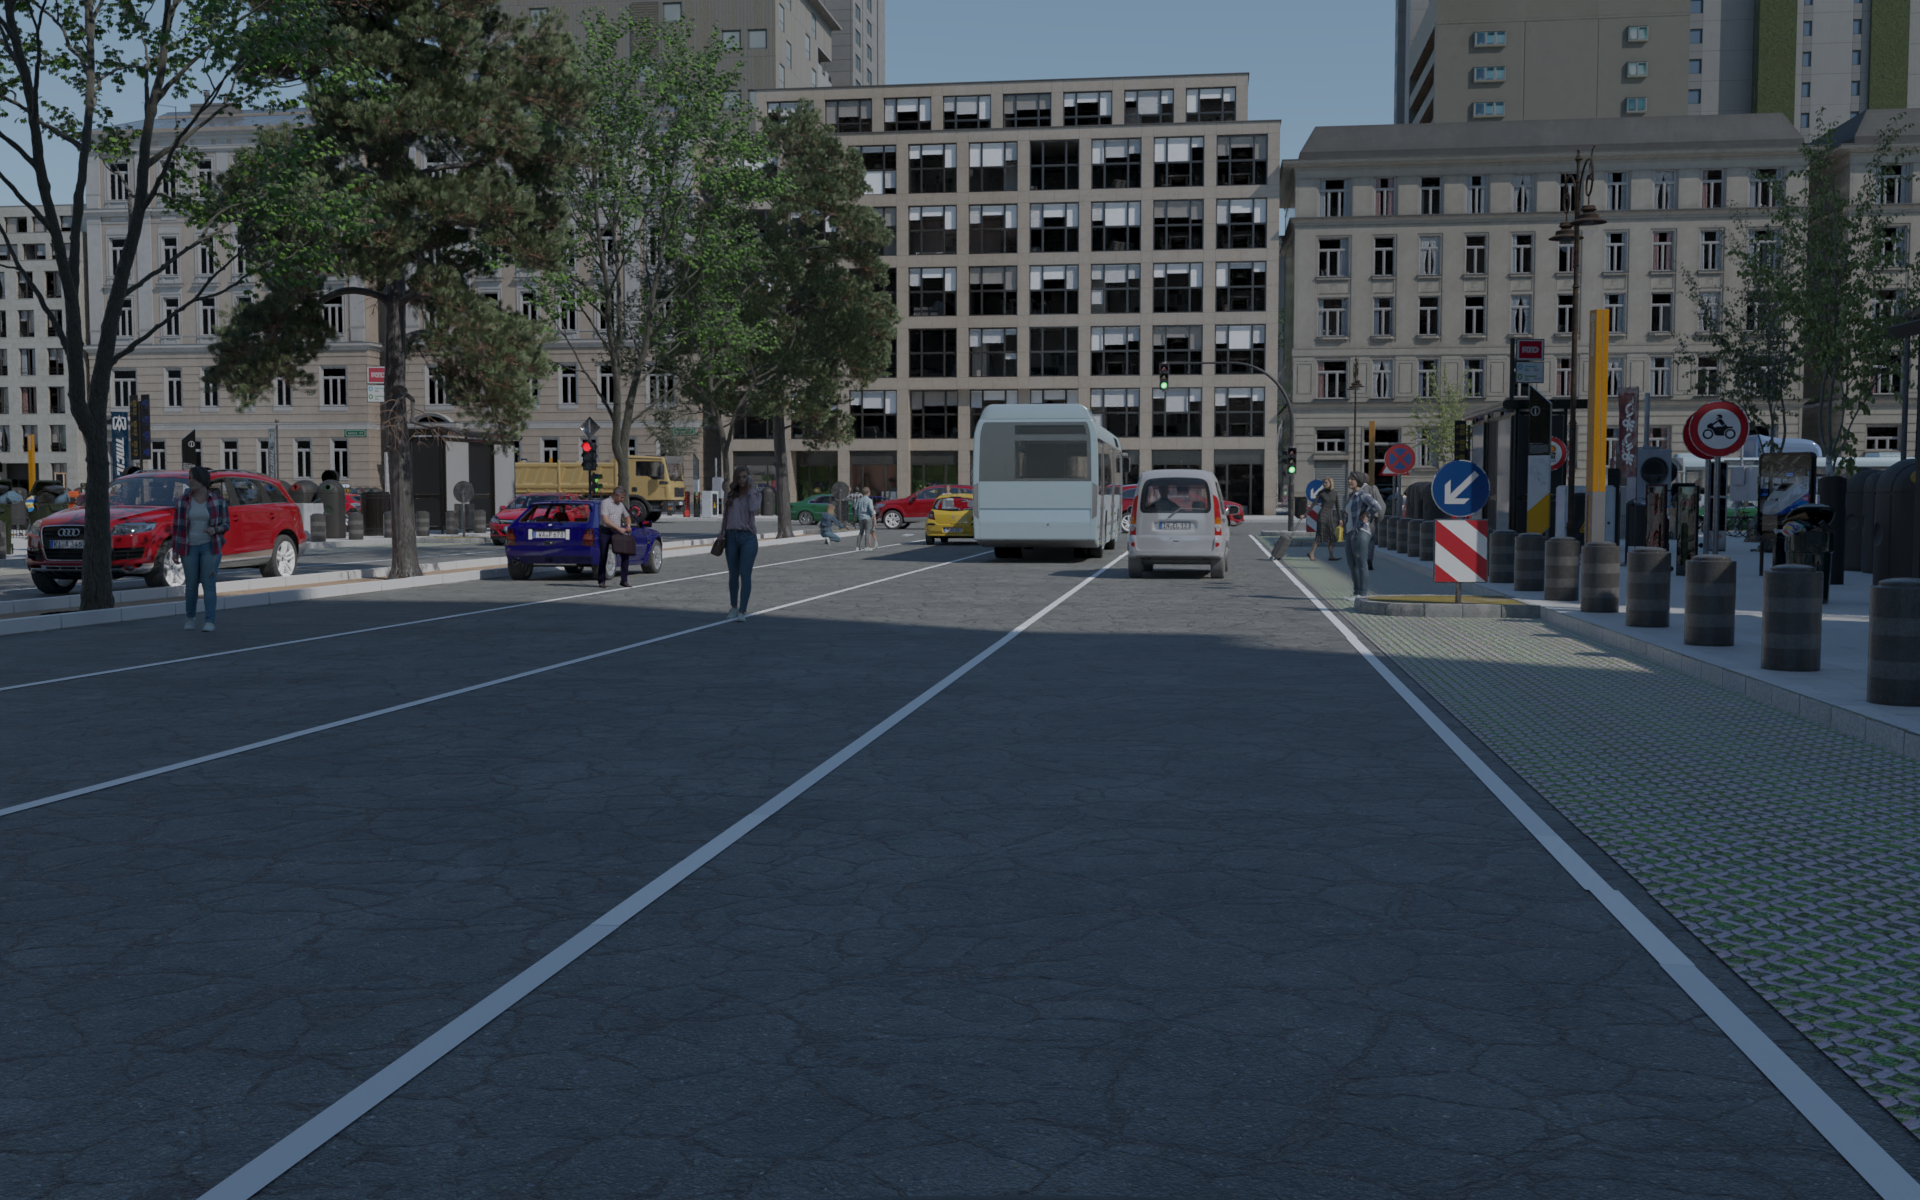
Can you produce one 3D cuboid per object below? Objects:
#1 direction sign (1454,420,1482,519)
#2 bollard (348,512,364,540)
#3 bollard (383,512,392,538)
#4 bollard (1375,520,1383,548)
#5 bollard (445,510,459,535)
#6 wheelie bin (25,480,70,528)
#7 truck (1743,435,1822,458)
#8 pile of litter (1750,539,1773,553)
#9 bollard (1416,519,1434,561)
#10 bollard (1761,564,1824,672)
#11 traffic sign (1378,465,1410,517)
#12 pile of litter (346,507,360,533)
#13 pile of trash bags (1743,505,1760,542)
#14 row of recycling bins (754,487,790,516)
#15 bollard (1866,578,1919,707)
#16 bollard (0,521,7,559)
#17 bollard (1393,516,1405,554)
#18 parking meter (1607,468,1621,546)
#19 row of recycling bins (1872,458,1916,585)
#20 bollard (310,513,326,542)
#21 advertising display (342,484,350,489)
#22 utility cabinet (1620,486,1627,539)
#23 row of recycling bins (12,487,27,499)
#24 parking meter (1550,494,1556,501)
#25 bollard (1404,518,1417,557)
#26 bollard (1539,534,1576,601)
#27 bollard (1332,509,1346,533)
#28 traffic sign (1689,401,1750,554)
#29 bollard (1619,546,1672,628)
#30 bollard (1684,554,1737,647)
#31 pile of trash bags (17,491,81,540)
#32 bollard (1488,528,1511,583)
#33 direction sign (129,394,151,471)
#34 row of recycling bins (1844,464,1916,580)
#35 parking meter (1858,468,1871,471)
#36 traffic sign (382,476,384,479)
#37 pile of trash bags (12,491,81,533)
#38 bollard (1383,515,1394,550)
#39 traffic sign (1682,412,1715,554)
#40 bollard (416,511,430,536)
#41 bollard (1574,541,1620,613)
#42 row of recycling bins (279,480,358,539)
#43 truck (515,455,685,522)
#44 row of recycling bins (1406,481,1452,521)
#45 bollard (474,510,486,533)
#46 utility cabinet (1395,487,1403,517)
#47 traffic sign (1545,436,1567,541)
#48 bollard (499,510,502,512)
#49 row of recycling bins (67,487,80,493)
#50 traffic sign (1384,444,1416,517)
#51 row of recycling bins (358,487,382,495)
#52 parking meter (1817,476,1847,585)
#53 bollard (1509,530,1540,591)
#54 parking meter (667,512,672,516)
[{"bbox_3d":[15.634,-3.747,53.261,0.876,3.537,0.379,0,4,4],"label":"direction sign"},{"bbox_3d":[-16.954,-2.072,48.601,0.404,0.777,0.398,0,3,0],"label":"bollard"},{"bbox_3d":[-16.656,-2.198,50.661,0.404,0.777,0.398,0,3,0],"label":"bollard"},{"bbox_3d":[10.244,-1.642,41.566,0.404,0.777,0.398,0,3,0],"label":"bollard"},{"bbox_3d":[-16.067,-2.451,54.789,0.404,0.777,0.398,0,3,0],"label":"bollard"},{"bbox_3d":[-20.626,-1.917,39.256,0.693,1.594,0.980,2,4,23],"label":"wheelie bin"},{"bbox_3d":[30.370,-5.513,79.902,18.799,4.110,2.967,0,4,7],"label":"truck"},{"bbox_3d":[18.089,-1.482,38.193,1.176,0.858,1.719,1,4,22],"label":"pile of litter"},{"bbox_3d":[9.054,-1.138,33.320,0.404,0.777,0.398,0,3,0],"label":"bollard"},{"bbox_3d":[6.086,0.125,12.669,0.404,0.777,0.398,0,3,0],"label":"bollard"},{"bbox_3d":[12.578,-3.071,50.212,0.884,2.594,0.081,1,4,17],"label":"traffic sign"},{"bbox_3d":[-20.193,-2.699,58.099,1.719,0.858,1.176,1,4,17],"label":"pile of litter"},{"bbox_3d":[22.741,-2.232,46.250,3.447,1.369,1.912,-2,4,-28],"label":"pile of trash bags"},{"bbox_3d":[-11.794,-5.816,102.208,3.534,1.692,1.069,-1,4,-17],"label":"row of recycling bins"},{"bbox_3d":[5.786,0.251,10.607,0.404,0.777,0.398,0,3,0],"label":"bollard"},{"bbox_3d":[-19.035,-1.188,34.141,0.404,0.777,0.398,0,3,0],"label":"bollard"},{"bbox_3d":[9.651,-1.390,37.442,0.404,0.777,0.398,0,3,0],"label":"bollard"},{"bbox_3d":[14.825,-2.053,39.275,0.255,1.863,0.399,2,4,28],"label":"parking meter"},{"bbox_3d":[12.116,-0.744,19.280,3.534,1.692,1.069,3,4,39],"label":"row of recycling bins"},{"bbox_3d":[-17.250,-1.946,46.533,0.404,0.777,0.398,0,3,0],"label":"bollard"},{"bbox_3d":[-37.874,-6.194,106.483,0.123,1.923,0.974,1,4,23],"label":"advertising display"},{"bbox_3d":[18.664,-2.493,49.446,0.318,1.500,1.173,0,4,-7],"label":"utility cabinet"},{"bbox_3d":[-59.020,-6.169,107.975,1.069,1.692,3.534,-1,4,-11],"label":"row of recycling bins"},{"bbox_3d":[43.648,-7.274,127.336,0.372,1.533,0.369,0,3,0],"label":"parking meter"},{"bbox_3d":[9.354,-1.264,35.380,0.404,0.777,0.398,0,3,0],"label":"bollard"},{"bbox_3d":[7.270,-0.379,20.914,0.404,0.777,0.398,0,3,0],"label":"bollard"},{"bbox_3d":[12.623,-2.653,58.090,0.404,0.777,0.398,0,3,0],"label":"bollard"},{"bbox_3d":[10.355,-1.443,23.697,0.768,2.556,0.104,1,4,14],"label":"traffic sign"},{"bbox_3d":[6.675,-0.127,16.792,0.404,0.777,0.398,0,3,0],"label":"bollard"},{"bbox_3d":[6.380,-0.001,14.730,0.404,0.777,0.398,0,3,0],"label":"bollard"},{"bbox_3d":[-26.057,-2.493,50.505,1.912,1.369,3.447,-1,4,-20],"label":"pile of trash bags"},{"bbox_3d":[7.872,-0.633,25.062,0.404,0.777,0.398,0,3,0],"label":"bollard"},{"bbox_3d":[-18.688,-2.908,39.547,0.876,3.537,0.379,3,4,38],"label":"direction sign"},{"bbox_3d":[15.057,-1.249,27.531,1.069,1.692,3.534,0,4,5],"label":"row of recycling bins"},{"bbox_3d":[19.866,-1.973,37.966,0.255,1.863,0.399,0,4,3],"label":"parking meter"},{"bbox_3d":[-19.721,-3.691,60.356,0.884,2.594,0.081,1,4,10],"label":"traffic sign"},{"bbox_3d":[-33.697,-3.197,62.023,3.447,1.369,1.912,-3,4,-37],"label":"pile of trash bags"},{"bbox_3d":[9.946,-1.516,39.503,0.404,0.777,0.398,0,3,0],"label":"bollard"},{"bbox_3d":[11.036,-1.558,25.575,0.768,2.556,0.104,1,4,9],"label":"traffic sign"},{"bbox_3d":[-16.361,-2.325,52.728,0.404,0.777,0.398,0,3,0],"label":"bollard"},{"bbox_3d":[6.970,-0.253,18.852,0.404,0.777,0.398,0,3,0],"label":"bollard"},{"bbox_3d":[-19.478,-2.646,50.380,3.534,1.692,1.069,1,4,13],"label":"row of recycling bins"},{"bbox_3d":[-17.926,-5.560,86.837,9.791,3.379,3.469,1,4,9],"label":"truck"},{"bbox_3d":[15.346,-3.045,56.900,1.069,1.692,3.534,0,4,3],"label":"row of recycling bins"},{"bbox_3d":[-15.766,-2.577,56.852,0.404,0.777,0.398,0,3,0],"label":"bollard"},{"bbox_3d":[14.172,-3.002,57.761,1.173,1.500,0.318,-1,4,-15],"label":"utility cabinet"},{"bbox_3d":[12.903,-2.319,38.023,0.768,2.556,0.104,1,4,16],"label":"traffic sign"},{"bbox_3d":[-15.467,-2.703,58.918,0.404,0.777,0.398,0,3,0],"label":"bollard"},{"bbox_3d":[-53.342,-5.929,104.057,3.534,1.692,1.069,0,4,-3],"label":"row of recycling bins"},{"bbox_3d":[11.110,-2.672,43.789,0.768,2.556,0.104,1,4,12],"label":"traffic sign"},{"bbox_3d":[-35.828,-5.920,103.906,3.534,1.692,1.069,3,4,39],"label":"row of recycling bins"},{"bbox_3d":[12.372,-0.991,24.607,0.372,1.533,0.369,0,3,0],"label":"parking meter"},{"bbox_3d":[7.568,-0.506,22.982,0.404,0.777,0.398,0,3,0],"label":"bollard"},{"bbox_3d":[-17.159,-5.907,102.297,0.255,1.863,0.399,0,3,0],"label":"parking meter"}]
